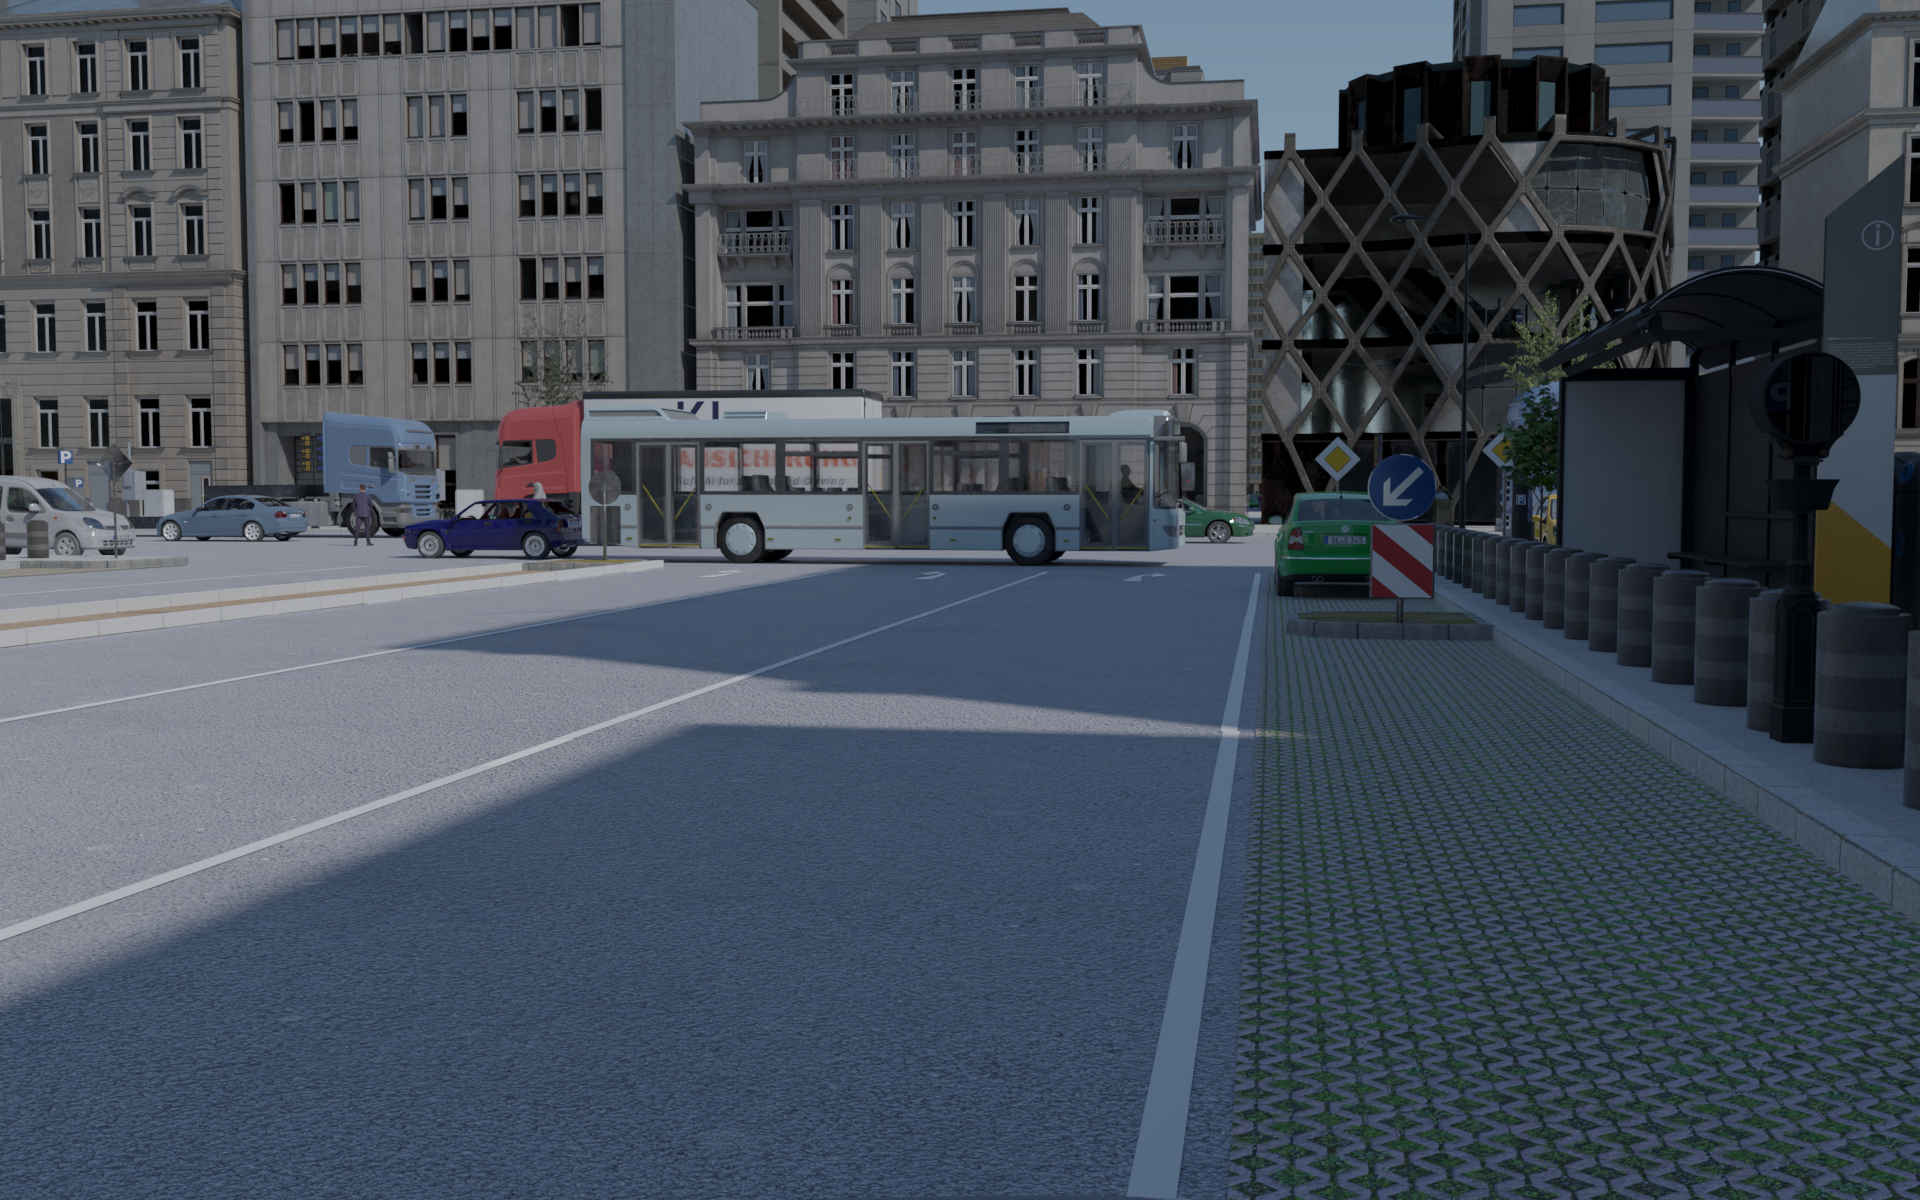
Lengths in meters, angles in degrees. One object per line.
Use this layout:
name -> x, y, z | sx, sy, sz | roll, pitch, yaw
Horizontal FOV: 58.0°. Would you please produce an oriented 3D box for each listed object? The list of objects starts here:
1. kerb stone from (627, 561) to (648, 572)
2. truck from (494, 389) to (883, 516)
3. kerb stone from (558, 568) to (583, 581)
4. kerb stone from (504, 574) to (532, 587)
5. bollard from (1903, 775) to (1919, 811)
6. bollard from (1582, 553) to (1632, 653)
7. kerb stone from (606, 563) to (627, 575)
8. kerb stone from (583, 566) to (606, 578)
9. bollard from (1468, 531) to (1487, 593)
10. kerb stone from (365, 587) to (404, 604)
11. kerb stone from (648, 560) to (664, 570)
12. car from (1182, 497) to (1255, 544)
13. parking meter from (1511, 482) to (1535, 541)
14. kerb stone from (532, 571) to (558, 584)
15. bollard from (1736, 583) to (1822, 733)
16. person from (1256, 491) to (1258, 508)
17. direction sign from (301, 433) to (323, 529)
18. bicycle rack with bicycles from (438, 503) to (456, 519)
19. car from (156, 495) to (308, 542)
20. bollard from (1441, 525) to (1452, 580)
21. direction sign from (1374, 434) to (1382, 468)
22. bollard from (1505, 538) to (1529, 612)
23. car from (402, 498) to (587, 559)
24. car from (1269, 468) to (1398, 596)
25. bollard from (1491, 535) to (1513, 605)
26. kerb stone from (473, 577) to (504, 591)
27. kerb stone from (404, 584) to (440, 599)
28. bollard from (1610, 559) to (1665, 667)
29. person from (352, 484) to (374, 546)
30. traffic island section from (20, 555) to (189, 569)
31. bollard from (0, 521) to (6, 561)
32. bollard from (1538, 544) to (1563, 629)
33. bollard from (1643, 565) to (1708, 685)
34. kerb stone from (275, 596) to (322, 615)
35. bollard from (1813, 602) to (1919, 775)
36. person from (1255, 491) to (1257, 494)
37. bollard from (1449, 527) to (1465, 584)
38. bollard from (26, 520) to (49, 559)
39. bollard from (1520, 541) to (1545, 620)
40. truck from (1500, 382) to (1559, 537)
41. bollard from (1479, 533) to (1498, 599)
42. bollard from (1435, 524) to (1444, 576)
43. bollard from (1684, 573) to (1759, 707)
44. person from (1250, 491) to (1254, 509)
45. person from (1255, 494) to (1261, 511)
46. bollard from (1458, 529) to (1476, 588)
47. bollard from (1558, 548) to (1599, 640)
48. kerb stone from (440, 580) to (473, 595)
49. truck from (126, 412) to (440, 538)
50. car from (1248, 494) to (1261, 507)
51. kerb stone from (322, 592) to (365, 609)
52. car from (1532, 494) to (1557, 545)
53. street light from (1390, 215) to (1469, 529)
kerb stone -> -6.076, -0.608, 32.131 | 0.120, 0.150, 1.000 | 1, 4, 10
truck -> -7.877, -3.623, 48.152 | 11.283, 4.237, 2.839 | 1, 4, 9
kerb stone -> -6.625, -0.422, 29.097 | 0.120, 0.150, 1.000 | 1, 4, 10
kerb stone -> -6.990, -0.298, 27.072 | 0.120, 0.150, 1.000 | 1, 4, 10
bollard -> 4.078, 0.469, 7.053 | 0.404, 0.777, 0.398 | 0, 3, 0
bollard -> 5.357, 0.034, 14.155 | 0.404, 0.777, 0.398 | 0, 3, 0
kerb stone -> -6.264, -0.544, 31.122 | 0.120, 0.150, 1.000 | 1, 4, 10
kerb stone -> -6.448, -0.484, 30.113 | 0.120, 0.150, 1.000 | 1, 4, 10
bollard -> 6.856, -0.475, 22.477 | 0.404, 0.777, 0.398 | 0, 3, 0
kerb stone -> -7.723, -0.050, 23.018 | 0.120, 0.150, 1.000 | 1, 4, 10
kerb stone -> -5.903, -0.670, 33.145 | 0.120, 0.150, 1.000 | 1, 4, 10
car -> 6.195, -2.396, 50.968 | 4.920, 1.459, 2.131 | 1, 4, 11
parking meter -> 9.427, -1.259, 28.989 | 0.372, 1.533, 0.369 | 0, 3, 0
kerb stone -> -6.817, -0.360, 28.083 | 0.120, 0.150, 1.000 | 1, 4, 10
bollard -> 4.506, 0.324, 9.418 | 0.404, 0.777, 0.398 | 0, 3, 0
person -> 31.676, -10.690, 184.065 | 0.721, 1.735, 1.217 | 0, 4, -8
direction sign -> -23.989, -4.424, 64.331 | 0.876, 3.537, 0.379 | -1, 4, -13
bicycle rack with bicycles -> -20.711, -3.533, 71.139 | 2.852, 0.926, 2.925 | -2, 4, -24
car -> -22.197, -2.494, 52.777 | 4.499, 1.417, 2.014 | 1, 4, 11
bollard -> 7.500, -0.692, 26.038 | 0.404, 0.777, 0.398 | 0, 3, 0
direction sign -> 15.792, -4.495, 65.498 | 0.379, 3.537, 0.876 | 0, 4, -5
bollard -> 6.215, -0.256, 18.898 | 0.404, 0.777, 0.398 | 0, 3, 0
car -> -10.444, -1.615, 38.980 | 3.894, 1.354, 1.945 | 1, 4, 10
car -> 5.517, -1.013, 25.358 | 1.959, 1.807, 4.718 | 1, 4, 9
bollard -> 6.427, -0.328, 20.081 | 0.404, 0.777, 0.398 | 0, 3, 0
kerb stone -> -7.182, -0.231, 26.064 | 0.120, 0.150, 1.000 | 1, 4, 10
kerb stone -> -7.543, -0.113, 24.037 | 0.120, 0.150, 1.000 | 1, 4, 10
bollard -> 5.141, 0.107, 12.972 | 0.404, 0.777, 0.398 | 0, 3, 0
person -> -16.463, -2.345, 47.764 | 0.541, 1.710, 0.530 | 0, 4, 4
traffic island section -> -16.817, -0.746, 34.478 | 2.009, 0.180, 2.903 | 1, 4, 10
bollard -> -18.657, -1.145, 33.442 | 0.404, 0.777, 0.398 | 0, 3, 0
bollard -> 5.785, -0.111, 16.534 | 0.404, 0.777, 0.398 | 0, 3, 0
bollard -> 4.930, 0.179, 11.789 | 0.404, 0.777, 0.398 | 0, 3, 0
kerb stone -> -8.087, 0.073, 20.996 | 0.120, 0.150, 1.000 | 1, 4, 10
bollard -> 4.290, 0.396, 8.236 | 0.404, 0.777, 0.398 | 0, 3, 0
person -> 33.092, -11.241, 193.079 | 1.217, 1.735, 0.721 | -3, 5, -41
bollard -> 7.284, -0.620, 24.849 | 0.404, 0.777, 0.398 | 0, 3, 0
bollard -> -18.445, -1.218, 34.632 | 0.404, 0.777, 0.398 | 0, 3, 0
bollard -> 6.000, -0.183, 17.716 | 0.404, 0.777, 0.398 | 0, 3, 0
truck -> 20.955, -2.939, 37.811 | 18.799, 4.110, 2.967 | 1, 4, 10
bollard -> 6.642, -0.402, 21.282 | 0.404, 0.777, 0.398 | 0, 3, 0
bollard -> 7.711, -0.765, 27.221 | 0.404, 0.777, 0.398 | 0, 3, 0
bollard -> 4.717, 0.252, 10.601 | 0.404, 0.777, 0.398 | 0, 3, 0
person -> 28.816, -9.868, 170.568 | 1.217, 1.743, 0.721 | -3, 4, -38
person -> 25.910, -8.436, 149.654 | 0.991, 1.433, 0.599 | 1, 4, 18
bollard -> 7.072, -0.547, 23.659 | 0.404, 0.777, 0.398 | 0, 3, 0
bollard -> 5.569, -0.038, 15.338 | 0.404, 0.777, 0.398 | 0, 3, 0
kerb stone -> -7.360, -0.175, 25.054 | 0.120, 0.150, 1.000 | 1, 4, 10
truck -> -26.131, -4.213, 58.638 | 18.799, 4.110, 2.967 | 1, 4, 11
car -> 27.307, -9.233, 159.758 | 1.959, 1.807, 4.718 | 1, 4, 10
kerb stone -> -7.909, 0.014, 22.007 | 0.120, 0.150, 1.000 | 1, 4, 10
car -> 12.353, -1.490, 34.591 | 2.015, 1.641, 3.980 | 1, 4, 9
street light -> 7.847, -3.445, 28.863 | 1.470, 5.913, 1.316 | 1, 4, 10
